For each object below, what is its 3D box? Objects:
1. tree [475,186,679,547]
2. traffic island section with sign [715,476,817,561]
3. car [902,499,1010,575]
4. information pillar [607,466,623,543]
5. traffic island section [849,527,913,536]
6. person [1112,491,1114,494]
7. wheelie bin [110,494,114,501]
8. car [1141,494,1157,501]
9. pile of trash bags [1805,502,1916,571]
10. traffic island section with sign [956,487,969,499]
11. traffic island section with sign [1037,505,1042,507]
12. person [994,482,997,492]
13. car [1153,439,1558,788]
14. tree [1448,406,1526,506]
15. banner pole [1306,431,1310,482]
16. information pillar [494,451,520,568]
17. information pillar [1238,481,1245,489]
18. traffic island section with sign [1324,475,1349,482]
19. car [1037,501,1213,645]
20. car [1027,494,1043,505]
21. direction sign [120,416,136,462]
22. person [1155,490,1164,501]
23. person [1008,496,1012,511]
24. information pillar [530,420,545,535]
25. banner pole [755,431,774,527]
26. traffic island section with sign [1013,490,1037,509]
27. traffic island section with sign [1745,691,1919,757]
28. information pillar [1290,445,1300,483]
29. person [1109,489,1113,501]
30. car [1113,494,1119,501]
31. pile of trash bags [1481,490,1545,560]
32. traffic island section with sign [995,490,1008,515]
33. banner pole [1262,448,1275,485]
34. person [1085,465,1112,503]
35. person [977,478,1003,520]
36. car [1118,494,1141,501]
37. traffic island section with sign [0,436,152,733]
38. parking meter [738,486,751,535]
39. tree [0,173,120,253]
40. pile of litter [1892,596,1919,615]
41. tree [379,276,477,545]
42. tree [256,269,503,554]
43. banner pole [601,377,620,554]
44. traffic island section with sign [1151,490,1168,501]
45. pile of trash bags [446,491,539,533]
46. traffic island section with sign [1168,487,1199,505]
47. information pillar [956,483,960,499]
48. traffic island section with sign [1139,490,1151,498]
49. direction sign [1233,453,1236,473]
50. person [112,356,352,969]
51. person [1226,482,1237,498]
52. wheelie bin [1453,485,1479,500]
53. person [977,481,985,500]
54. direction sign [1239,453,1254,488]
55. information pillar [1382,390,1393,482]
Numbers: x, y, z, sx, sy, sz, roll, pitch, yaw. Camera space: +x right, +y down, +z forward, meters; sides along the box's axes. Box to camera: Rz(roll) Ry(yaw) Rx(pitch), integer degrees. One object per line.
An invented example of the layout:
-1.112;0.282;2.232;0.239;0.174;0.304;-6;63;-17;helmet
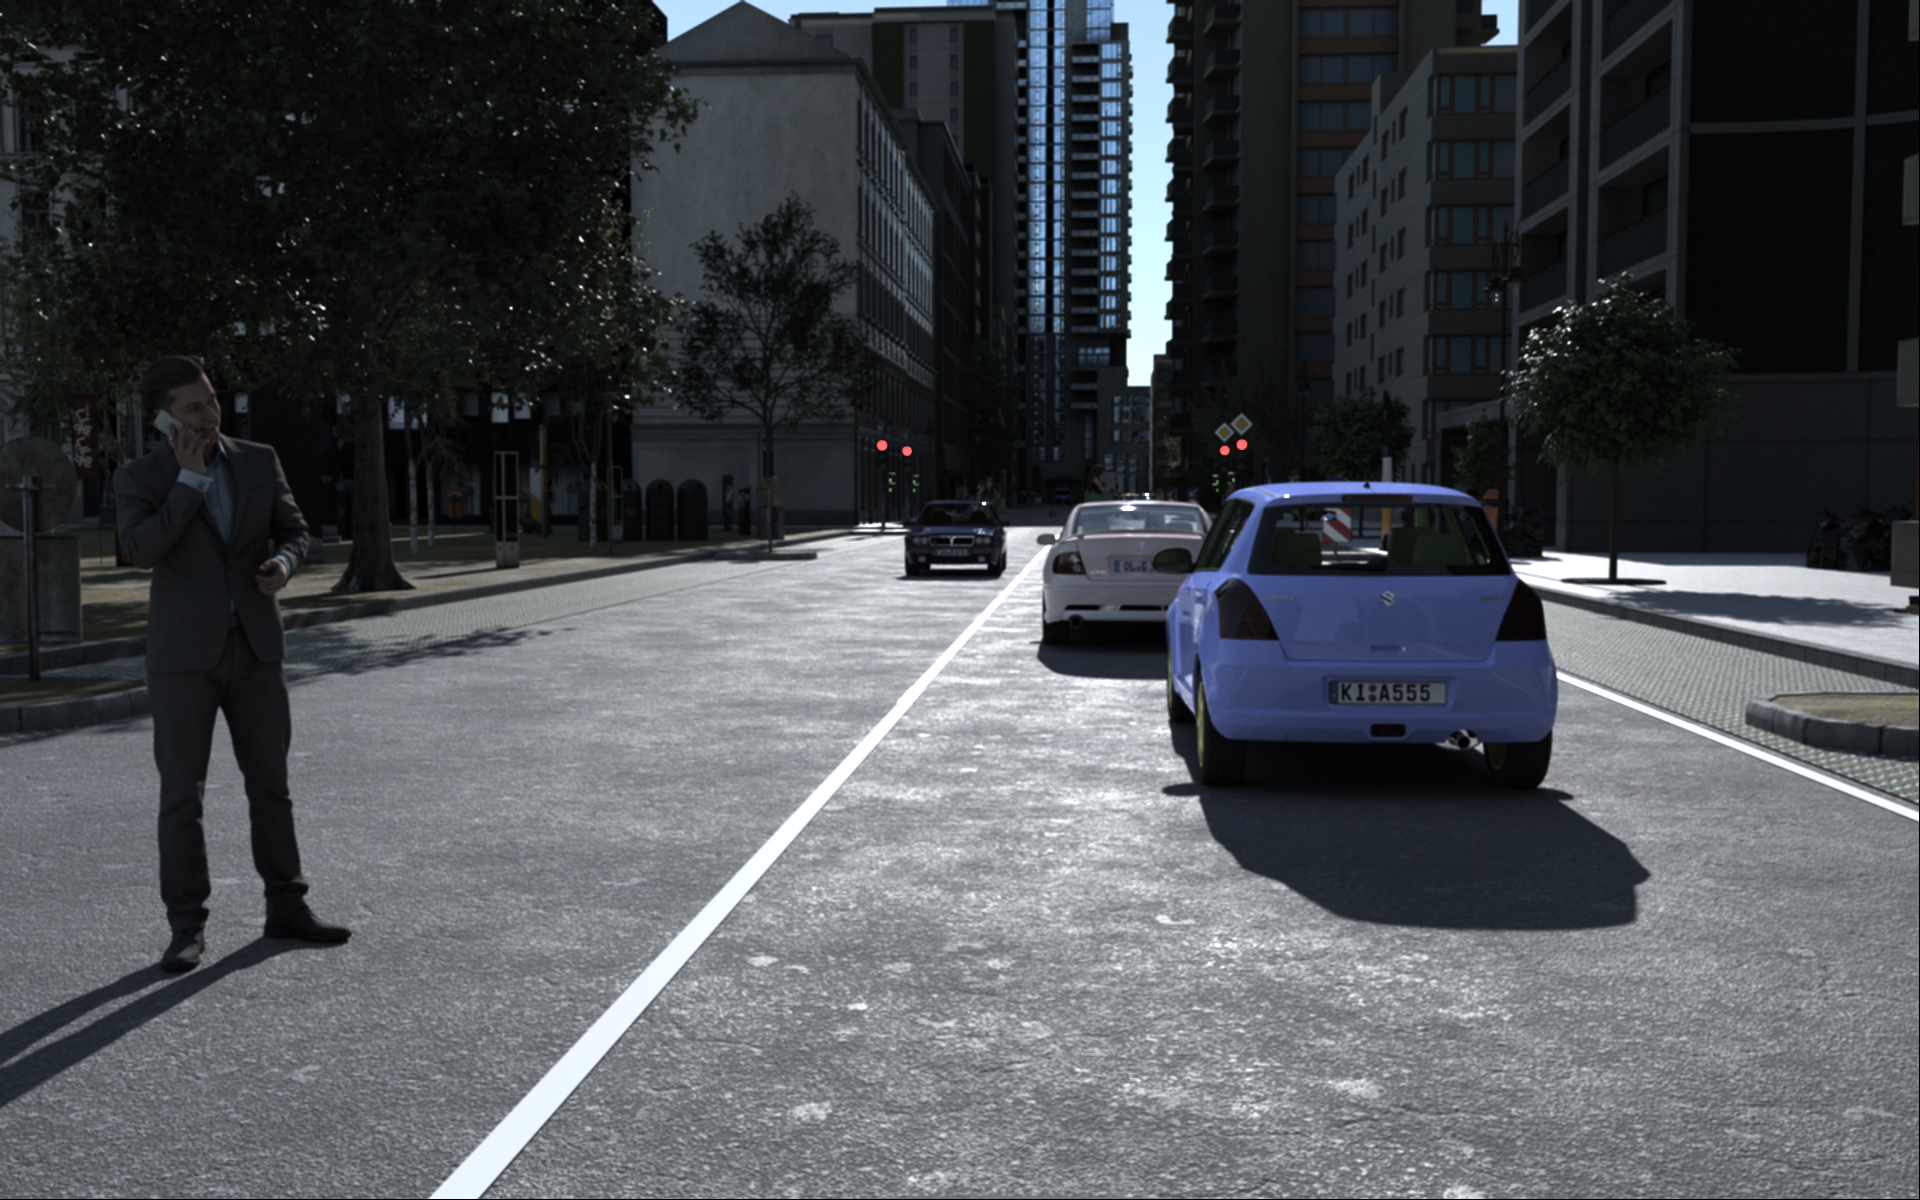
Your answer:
-8.816;-5.587;41.705;4.360;8.622;3.978;0;3;0;tree
-4.197;-1.797;38.009;1.989;1.847;2.006;0;4;4;traffic island section with sign
-0.041;-1.174;31.777;1.945;1.354;3.894;0;4;3;car
-9.106;-2.523;45.747;0.304;2.012;0.304;-2;4;-35;information pillar
-2.718;-2.366;60.965;2.009;0.180;2.903;0;4;4;traffic island section
15.942;-10.604;181.500;1.348;1.869;0.705;0;3;0;person
-19.945;-2.069;41.738;0.980;1.594;0.693;-1;4;-15;wheelie bin
17.152;-9.057;156.876;1.959;1.807;4.718;0;4;3;car
16.306;-1.193;29.264;3.447;1.369;1.912;1;4;9;pile of trash bags
0.182;-5.192;93.516;1.989;1.847;2.006;0;4;4;traffic island section with sign
8.371;-11.551;197.487;1.989;1.847;2.006;0;4;4;traffic island section with sign
0.728;-2.314;46.604;0.573;1.790;0.520;-1;4;-14;person
2.083;-0.011;9.776;1.945;1.707;3.694;0;4;3;car
11.664;-2.673;38.302;1.663;3.219;1.824;0;3;0;tree
13.685;-4.782;68.195;0.401;3.779;0.863;1;4;12;banner pole
-7.863;-1.564;30.058;0.304;2.012;0.304;-3;5;-43;information pillar
16.231;-5.826;99.750;0.304;2.012;0.304;2;4;25;information pillar
7.983;-1.778;37.692;1.989;1.847;2.006;0;4;4;traffic island section with sign
1.810;-0.332;17.792;2.083;1.381;4.827;0;4;4;car
9.022;-12.179;208.720;1.945;1.707;3.694;0;4;4;car
-24.113;-3.563;50.250;0.876;3.537;0.379;3;5;39;direction sign
3.509;-1.187;30.506;0.523;1.515;0.503;0;4;0;person
4.124;-8.018;144.257;0.373;1.253;0.362;-1;4;-9;person
-13.285;-3.869;54.611;0.504;3.616;0.183;0;4;-6;information pillar
-7.735;-4.802;68.530;0.863;3.779;0.401;-2;4;-31;banner pole
6.260;-9.907;170.615;1.989;1.847;2.006;0;4;4;traffic island section with sign
5.822;-0.094;10.173;1.989;1.847;2.006;0;4;4;traffic island section with sign
15.773;-5.517;81.549;0.504;3.616;0.183;1;4;22;information pillar
11.011;-7.229;126.966;0.793;1.790;0.793;-3;5;-43;person
12.210;-7.790;139.366;2.014;1.417;4.499;0;4;6;car
10.942;-1.568;35.383;1.912;1.369;3.447;1;4;17;pile of trash bags
2.349;-6.876;121.053;1.989;1.847;2.006;0;4;4;traffic island section with sign
16.650;-6.310;93.182;0.863;3.779;0.401;0;4;-1;banner pole
1.725;-0.807;21.942;0.529;1.795;0.600;1;4;15;person
0.675;-1.873;39.374;0.600;1.795;0.529;0;3;0;person
10.518;-5.950;107.505;2.015;1.641;3.980;0;4;4;car
-6.313;-0.153;11.137;1.989;1.847;2.006;0;4;4;traffic island section with sign
-6.728;-2.790;54.032;0.372;1.533;0.369;0;3;0;parking meter
-17.460;-5.212;35.578;4.737;8.622;4.395;0;3;0;tree
10.926;-0.270;18.378;1.719;0.858;1.176;3;5;42;pile of litter
-13.263;-5.656;42.842;4.360;8.622;3.978;0;3;0;tree
-11.512;-5.299;37.005;4.737;8.622;4.395;0;3;0;tree
-7.525;-2.891;37.287;0.401;3.779;0.863;0;4;-6;banner pole
14.476;-6.809;119.956;1.989;1.847;2.006;0;4;4;traffic island section with sign
-15.202;-2.890;57.012;3.447;1.369;1.912;0;4;2;pile of trash bags
12.328;-5.141;92.687;1.989;1.847;2.006;0;4;4;traffic island section with sign
-0.135;-6.585;112.159;0.304;2.012;0.304;0;4;-2;information pillar
20.584;-11.548;197.437;1.989;1.847;2.006;0;4;4;traffic island section with sign
15.549;-6.385;96.392;0.876;3.537;0.379;3;5;41;direction sign
-2.237;0.181;5.342;0.655;1.846;0.447;-3;5;-44;person
8.971;-2.975;57.114;0.573;1.828;0.580;-1;4;-20;person
12.903;-2.230;44.362;0.693;1.594;0.980;-1;4;-22;wheelie bin
0.691;-2.612;51.298;0.391;1.810;0.635;2;4;33;person
15.657;-6.257;94.303;0.876;3.537;0.379;-3;4;-37;direction sign
9.592;-2.909;38.914;0.183;3.616;0.504;0;4;-2;information pillar
